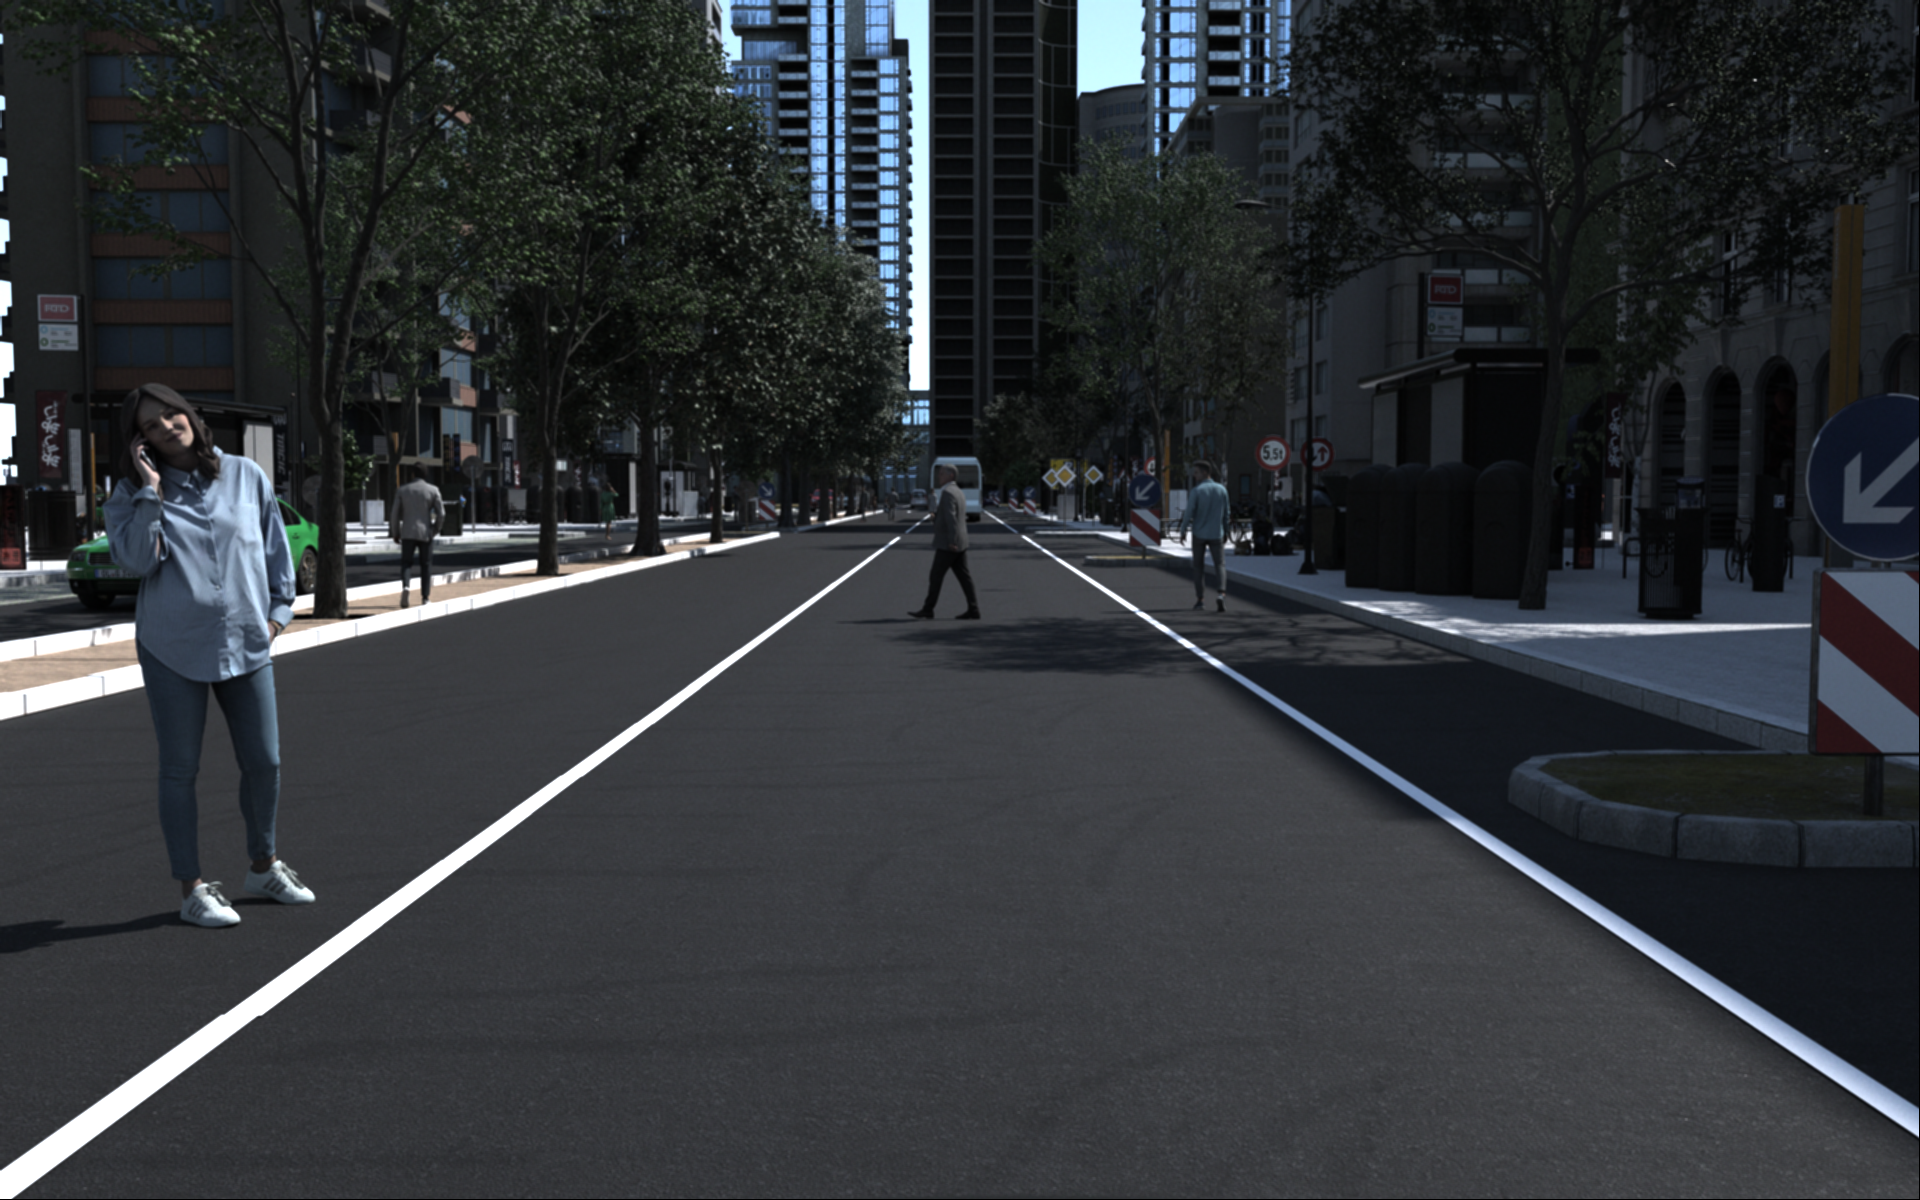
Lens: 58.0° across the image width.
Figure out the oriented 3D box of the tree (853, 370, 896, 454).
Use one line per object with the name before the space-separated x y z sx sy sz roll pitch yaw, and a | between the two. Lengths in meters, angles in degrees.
tree | -6.924 -7.422 49.560 9.928 11.665 9.643 0 3 0

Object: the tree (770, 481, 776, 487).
tree | -16.996 -9.526 150.349 1.663 3.219 1.824 0 3 0

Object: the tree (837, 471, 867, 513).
tree | -7.338 -10.398 122.826 4.360 8.622 3.978 0 3 0

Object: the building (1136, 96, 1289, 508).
building | 32.767 -28.765 162.192 32.217 40.220 23.993 0 3 0

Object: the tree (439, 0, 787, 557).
tree | -7.178 -7.352 39.676 9.611 12.733 9.660 0 3 0

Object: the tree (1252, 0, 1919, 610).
tree | 6.661 -5.161 18.791 7.601 10.594 8.767 2 4 31

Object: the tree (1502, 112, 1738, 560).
tree | 12.995 -5.086 33.521 4.737 8.622 4.395 0 3 0

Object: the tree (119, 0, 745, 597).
tree | -7.057 -6.203 29.635 9.928 11.665 9.643 0 3 0

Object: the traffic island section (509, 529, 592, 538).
traffic island section | -13.642 -2.157 57.547 2.009 0.180 2.903 0 3 0

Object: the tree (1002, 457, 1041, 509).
tree | 5.621 -10.275 151.715 4.285 4.588 4.351 0 3 0

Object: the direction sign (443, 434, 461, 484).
direction sign | -19.177 -4.489 65.395 0.876 3.537 0.379 2 4 29

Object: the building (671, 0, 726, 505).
building | -41.077 -39.884 194.107 28.212 58.520 21.231 0 3 0

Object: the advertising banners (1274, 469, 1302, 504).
advertising banners | 19.110 -6.376 100.439 2.074 3.025 0.090 1 4 9

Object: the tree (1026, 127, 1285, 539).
tree | 5.631 -7.570 49.527 9.928 11.665 9.643 0 3 0

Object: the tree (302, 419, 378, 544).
tree | -15.820 -3.070 44.793 1.663 3.219 1.824 0 3 0

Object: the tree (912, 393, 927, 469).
tree | -6.914 -11.623 109.498 9.611 12.733 9.660 0 3 0

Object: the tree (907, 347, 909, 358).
tree | -7.063 -11.018 89.260 9.857 13.997 8.962 0 3 0

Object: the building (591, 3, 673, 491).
building | -37.649 -51.469 154.195 22.319 86.520 31.000 0 3 0

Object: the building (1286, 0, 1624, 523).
building | 23.701 -24.348 81.678 14.086 41.232 14.154 0 3 0

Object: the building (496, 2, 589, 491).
building | -33.652 -26.616 118.759 14.154 41.232 14.086 0 3 0

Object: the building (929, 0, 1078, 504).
building | 6.066 -49.248 243.454 20.611 71.187 20.563 0 3 0

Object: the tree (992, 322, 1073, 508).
tree | 6.174 -8.550 74.209 8.767 10.594 7.601 0 4 -4

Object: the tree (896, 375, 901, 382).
tree | -7.168 -10.487 99.680 9.928 11.665 9.643 0 3 0

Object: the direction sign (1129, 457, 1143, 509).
direction sign | 10.687 -6.936 105.404 0.876 3.537 0.379 -1 4 -11

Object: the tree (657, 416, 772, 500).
tree | -16.035 -10.821 111.333 7.601 10.594 8.767 1 4 9

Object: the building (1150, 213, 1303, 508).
building | 28.747 -16.890 121.198 27.650 21.520 28.899 0 3 0

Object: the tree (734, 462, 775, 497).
tree | -16.723 -9.632 141.199 4.285 4.588 4.351 0 3 0

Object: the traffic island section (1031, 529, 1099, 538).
traffic island section | 3.500 -2.158 57.556 2.009 0.180 2.903 0 3 0

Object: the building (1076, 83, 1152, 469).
building | 30.476 -42.999 245.030 28.212 58.520 21.231 0 3 0

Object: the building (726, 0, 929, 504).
building | -19.740 -56.967 244.074 31.000 86.520 22.319 0 3 0

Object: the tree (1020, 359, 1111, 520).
tree | 5.905 -8.218 84.724 4.360 8.622 3.978 0 3 0

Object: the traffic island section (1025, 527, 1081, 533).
traffic island section | 3.493 -2.646 65.541 2.009 0.180 2.903 0 3 0

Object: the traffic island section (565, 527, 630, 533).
traffic island section | -13.648 -2.645 65.532 2.009 0.180 2.903 0 3 0

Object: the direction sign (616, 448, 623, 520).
direction sign | -16.665 -5.660 84.537 0.379 3.537 0.876 -1 4 -11

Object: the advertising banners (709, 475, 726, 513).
advertising banners | -16.832 -7.429 117.656 2.074 3.025 0.090 0 4 1

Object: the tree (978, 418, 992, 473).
tree | 6.461 -12.051 131.446 8.767 10.594 7.601 1 4 20

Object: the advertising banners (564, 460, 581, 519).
advertising banners | -20.011 -5.575 87.335 2.074 3.025 0.090 0 4 -8

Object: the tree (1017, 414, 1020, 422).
tree | 5.773 -9.278 102.052 4.360 8.622 3.978 0 3 0

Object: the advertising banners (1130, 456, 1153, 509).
advertising banners | 8.639 -5.079 79.229 2.074 3.025 0.090 -2 4 -26

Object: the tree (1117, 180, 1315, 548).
tree | 6.362 -5.577 41.548 4.360 8.622 3.978 0 3 0

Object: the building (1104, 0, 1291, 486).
building | 28.295 -53.550 188.220 22.319 86.520 31.000 0 3 0

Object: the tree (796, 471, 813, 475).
tree | -16.213 -15.184 182.664 8.767 10.594 7.601 1 4 9

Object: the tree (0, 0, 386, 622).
tree | -7.115 -5.577 19.401 9.928 11.665 9.643 0 3 0

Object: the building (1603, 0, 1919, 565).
building | 23.156 -11.739 33.731 13.314 21.916 24.055 0 3 0

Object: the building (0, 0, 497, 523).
building | -35.874 -26.581 89.228 22.147 44.769 28.867 0 3 0

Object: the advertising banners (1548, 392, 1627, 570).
advertising banners | 10.620 -2.035 29.466 2.074 3.025 0.090 -2 4 -29

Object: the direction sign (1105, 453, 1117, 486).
direction sign | 8.448 -6.410 96.795 0.876 3.537 0.379 -3 4 -38

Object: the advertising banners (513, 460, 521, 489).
advertising banners | -22.613 -5.773 90.577 0.090 3.025 2.074 2 4 30

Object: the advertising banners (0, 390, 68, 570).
advertising banners | -16.059 -2.017 29.173 2.074 3.025 0.090 0 4 -4

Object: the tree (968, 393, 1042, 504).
tree | 6.105 -18.739 213.044 9.857 13.997 8.962 0 3 0
